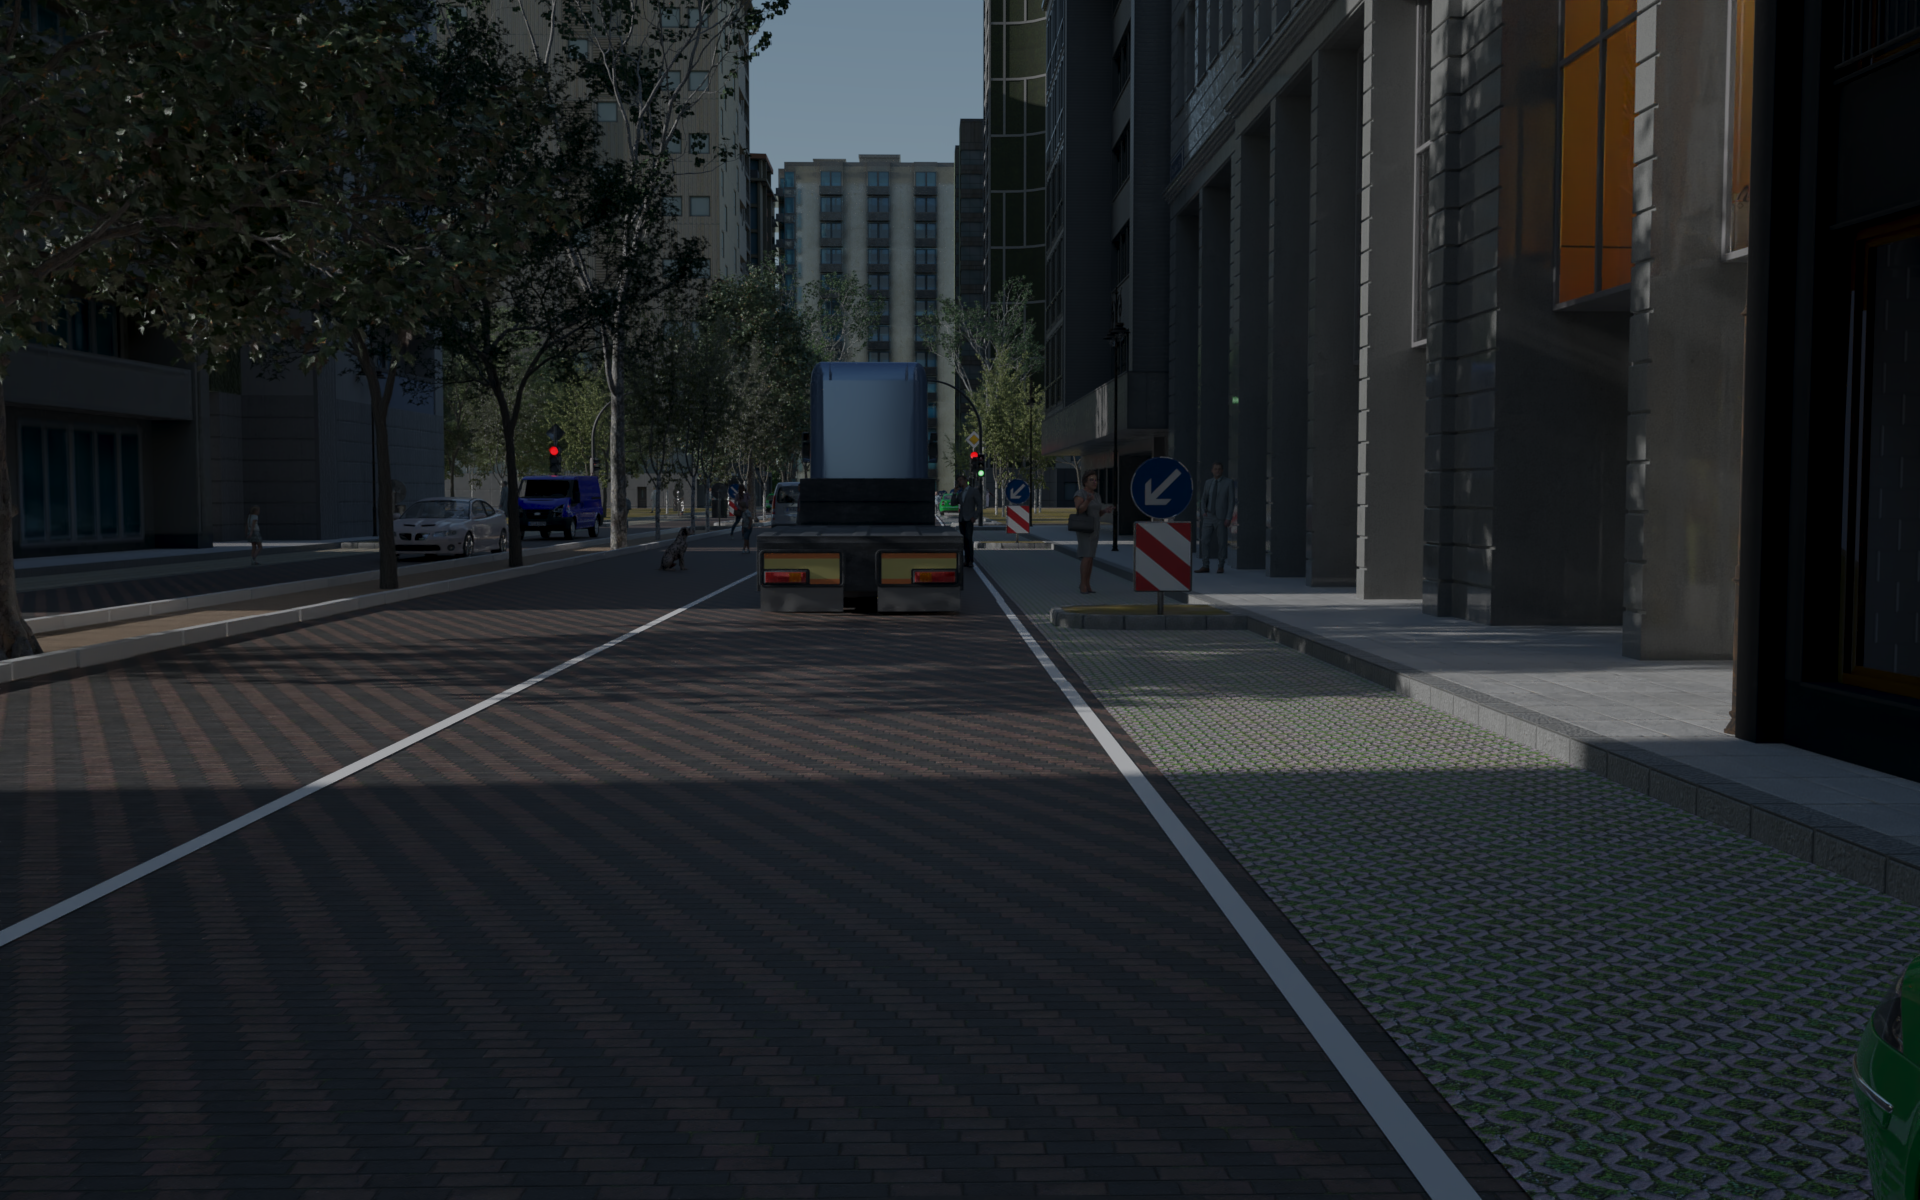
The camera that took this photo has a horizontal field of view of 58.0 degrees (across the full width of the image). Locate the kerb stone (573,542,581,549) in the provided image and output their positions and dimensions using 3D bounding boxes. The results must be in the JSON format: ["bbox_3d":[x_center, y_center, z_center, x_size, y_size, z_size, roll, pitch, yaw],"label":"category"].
[{"bbox_3d":[-10.163,-1.420,45.412,0.120,0.150,1.000,0,4,-1],"label":"kerb stone"}]

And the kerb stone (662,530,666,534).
[{"bbox_3d":[-10.529,-2.360,60.787,0.120,0.150,1.000,0,4,-1],"label":"kerb stone"}]

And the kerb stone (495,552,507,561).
[{"bbox_3d":[-9.964,-0.919,37.219,0.120,0.150,1.000,0,4,-1],"label":"kerb stone"}]

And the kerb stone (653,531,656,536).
[{"bbox_3d":[-10.481,-2.233,58.737,0.120,0.150,1.000,0,4,-1],"label":"kerb stone"}]

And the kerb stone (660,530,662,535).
[{"bbox_3d":[-10.492,-2.291,59.767,0.120,0.150,1.000,0,4,-1],"label":"kerb stone"}]

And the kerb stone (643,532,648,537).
[{"bbox_3d":[-10.431,-2.106,56.691,0.120,0.150,1.000,0,4,-1],"label":"kerb stone"}]

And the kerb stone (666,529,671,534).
[{"bbox_3d":[-10.546,-2.423,61.816,0.120,0.150,1.000,0,4,-1],"label":"kerb stone"}]

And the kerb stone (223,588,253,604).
[{"bbox_3d":[-9.632,-0.043,22.897,0.120,0.150,1.000,0,4,-1],"label":"kerb stone"}]

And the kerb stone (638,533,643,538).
[{"bbox_3d":[-10.401,-2.047,55.660,0.120,0.150,1.000,0,4,-1],"label":"kerb stone"}]

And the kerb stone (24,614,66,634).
[{"bbox_3d":[-9.511,0.270,17.774,0.120,0.150,1.000,0,4,-1],"label":"kerb stone"}]

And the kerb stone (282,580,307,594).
[{"bbox_3d":[-9.678,-0.168,24.943,0.120,0.150,1.000,0,4,-1],"label":"kerb stone"}]

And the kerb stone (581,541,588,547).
[{"bbox_3d":[-10.186,-1.481,46.433,0.120,0.150,1.000,0,4,-1],"label":"kerb stone"}]

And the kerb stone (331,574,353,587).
[{"bbox_3d":[-9.729,-0.290,26.999,0.120,0.150,1.000,0,4,-1],"label":"kerb stone"}]

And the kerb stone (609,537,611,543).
[{"bbox_3d":[-10.277,-1.733,50.534,0.120,0.150,1.000,0,4,-1],"label":"kerb stone"}]

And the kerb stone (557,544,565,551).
[{"bbox_3d":[-10.111,-1.295,43.365,0.120,0.150,1.000,0,4,-1],"label":"kerb stone"}]

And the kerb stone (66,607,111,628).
[{"bbox_3d":[-9.533,0.211,18.796,0.120,0.150,1.000,0,4,-1],"label":"kerb stone"}]

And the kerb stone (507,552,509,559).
[{"bbox_3d":[-9.995,-0.982,38.245,0.120,0.150,1.000,0,4,-1],"label":"kerb stone"}]

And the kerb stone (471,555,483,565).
[{"bbox_3d":[-9.918,-0.794,35.174,0.120,0.150,1.000,0,4,-1],"label":"kerb stone"}]

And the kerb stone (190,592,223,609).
[{"bbox_3d":[-9.603,0.020,21.876,0.120,0.150,1.000,0,4,-1],"label":"kerb stone"}]

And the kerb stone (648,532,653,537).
[{"bbox_3d":[-10.449,-2.172,57.712,0.120,0.150,1.000,0,4,-1],"label":"kerb stone"}]

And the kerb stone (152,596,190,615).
[{"bbox_3d":[-9.580,0.083,20.853,0.120,0.150,1.000,0,4,-1],"label":"kerb stone"}]

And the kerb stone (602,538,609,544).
[{"bbox_3d":[-10.257,-1.666,49.512,0.120,0.150,1.000,0,4,-1],"label":"kerb stone"}]

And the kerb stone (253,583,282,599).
[{"bbox_3d":[-9.647,-0.105,23.919,0.120,0.150,1.000,0,4,-1],"label":"kerb stone"}]

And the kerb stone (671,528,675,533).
[{"bbox_3d":[-10.568,-2.482,62.838,0.120,0.150,1.000,0,4,-1],"label":"kerb stone"}]

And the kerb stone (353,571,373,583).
[{"bbox_3d":[-9.752,-0.355,28.021,0.120,0.150,1.000,0,4,-1],"label":"kerb stone"}]

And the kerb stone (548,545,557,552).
[{"bbox_3d":[-10.091,-1.224,42.343,0.120,0.150,1.000,0,4,-1],"label":"kerb stone"}]

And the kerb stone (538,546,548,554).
[{"bbox_3d":[-10.063,-1.168,41.320,0.120,0.150,1.000,0,4,-1],"label":"kerb stone"}]

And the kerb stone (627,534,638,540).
[{"bbox_3d":[-10.378,-1.984,54.638,0.120,0.150,1.000,0,4,-1],"label":"kerb stone"}]

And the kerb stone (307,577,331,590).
[{"bbox_3d":[-9.708,-0.231,25.972,0.120,0.150,1.000,0,4,-1],"label":"kerb stone"}]

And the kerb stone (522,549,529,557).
[{"bbox_3d":[-10.017,-1.044,39.277,0.120,0.150,1.000,0,4,-1],"label":"kerb stone"}]

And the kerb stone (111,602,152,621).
[{"bbox_3d":[-9.555,0.145,19.821,0.120,0.150,1.000,0,4,-1],"label":"kerb stone"}]

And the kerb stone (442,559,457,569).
[{"bbox_3d":[-9.872,-0.669,33.131,0.120,0.150,1.000,0,4,-1],"label":"kerb stone"}]

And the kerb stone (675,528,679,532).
[{"bbox_3d":[-10.599,-2.548,63.860,0.120,0.150,1.000,0,4,-1],"label":"kerb stone"}]

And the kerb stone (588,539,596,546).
[{"bbox_3d":[-10.205,-1.545,47.463,0.120,0.150,1.000,0,4,-1],"label":"kerb stone"}]

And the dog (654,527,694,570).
[{"bbox_3d":[-5.480,-0.971,32.705,0.800,0.831,0.513,1,4,19],"label":"dog"}]

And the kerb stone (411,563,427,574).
[{"bbox_3d":[-9.819,-0.544,31.088,0.120,0.150,1.000,0,4,-1],"label":"kerb stone"}]

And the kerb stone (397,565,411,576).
[{"bbox_3d":[-9.792,-0.476,30.067,0.120,0.150,1.000,0,4,-1],"label":"kerb stone"}]

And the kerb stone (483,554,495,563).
[{"bbox_3d":[-9.949,-0.856,36.197,0.120,0.150,1.000,0,4,-1],"label":"kerb stone"}]

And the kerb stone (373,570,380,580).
[{"bbox_3d":[-9.776,-0.419,29.042,0.120,0.150,1.000,0,4,-1],"label":"kerb stone"}]

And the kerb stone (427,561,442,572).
[{"bbox_3d":[-9.849,-0.606,32.109,0.120,0.150,1.000,0,4,-1],"label":"kerb stone"}]

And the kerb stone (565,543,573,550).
[{"bbox_3d":[-10.138,-1.357,44.386,0.120,0.150,1.000,0,4,-1],"label":"kerb stone"}]

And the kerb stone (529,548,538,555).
[{"bbox_3d":[-10.043,-1.107,40.298,0.120,0.150,1.000,0,4,-1],"label":"kerb stone"}]

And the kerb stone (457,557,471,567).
[{"bbox_3d":[-9.892,-0.731,34.153,0.120,0.150,1.000,0,4,-1],"label":"kerb stone"}]

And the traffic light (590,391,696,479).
[{"bbox_3d":[-14.061,-6.232,76.554,4.771,5.953,1.251,0,4,-1],"label":"traffic light"}]

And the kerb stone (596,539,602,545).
[{"bbox_3d":[-10.234,-1.608,48.490,0.120,0.150,1.000,0,4,-1],"label":"kerb stone"}]
